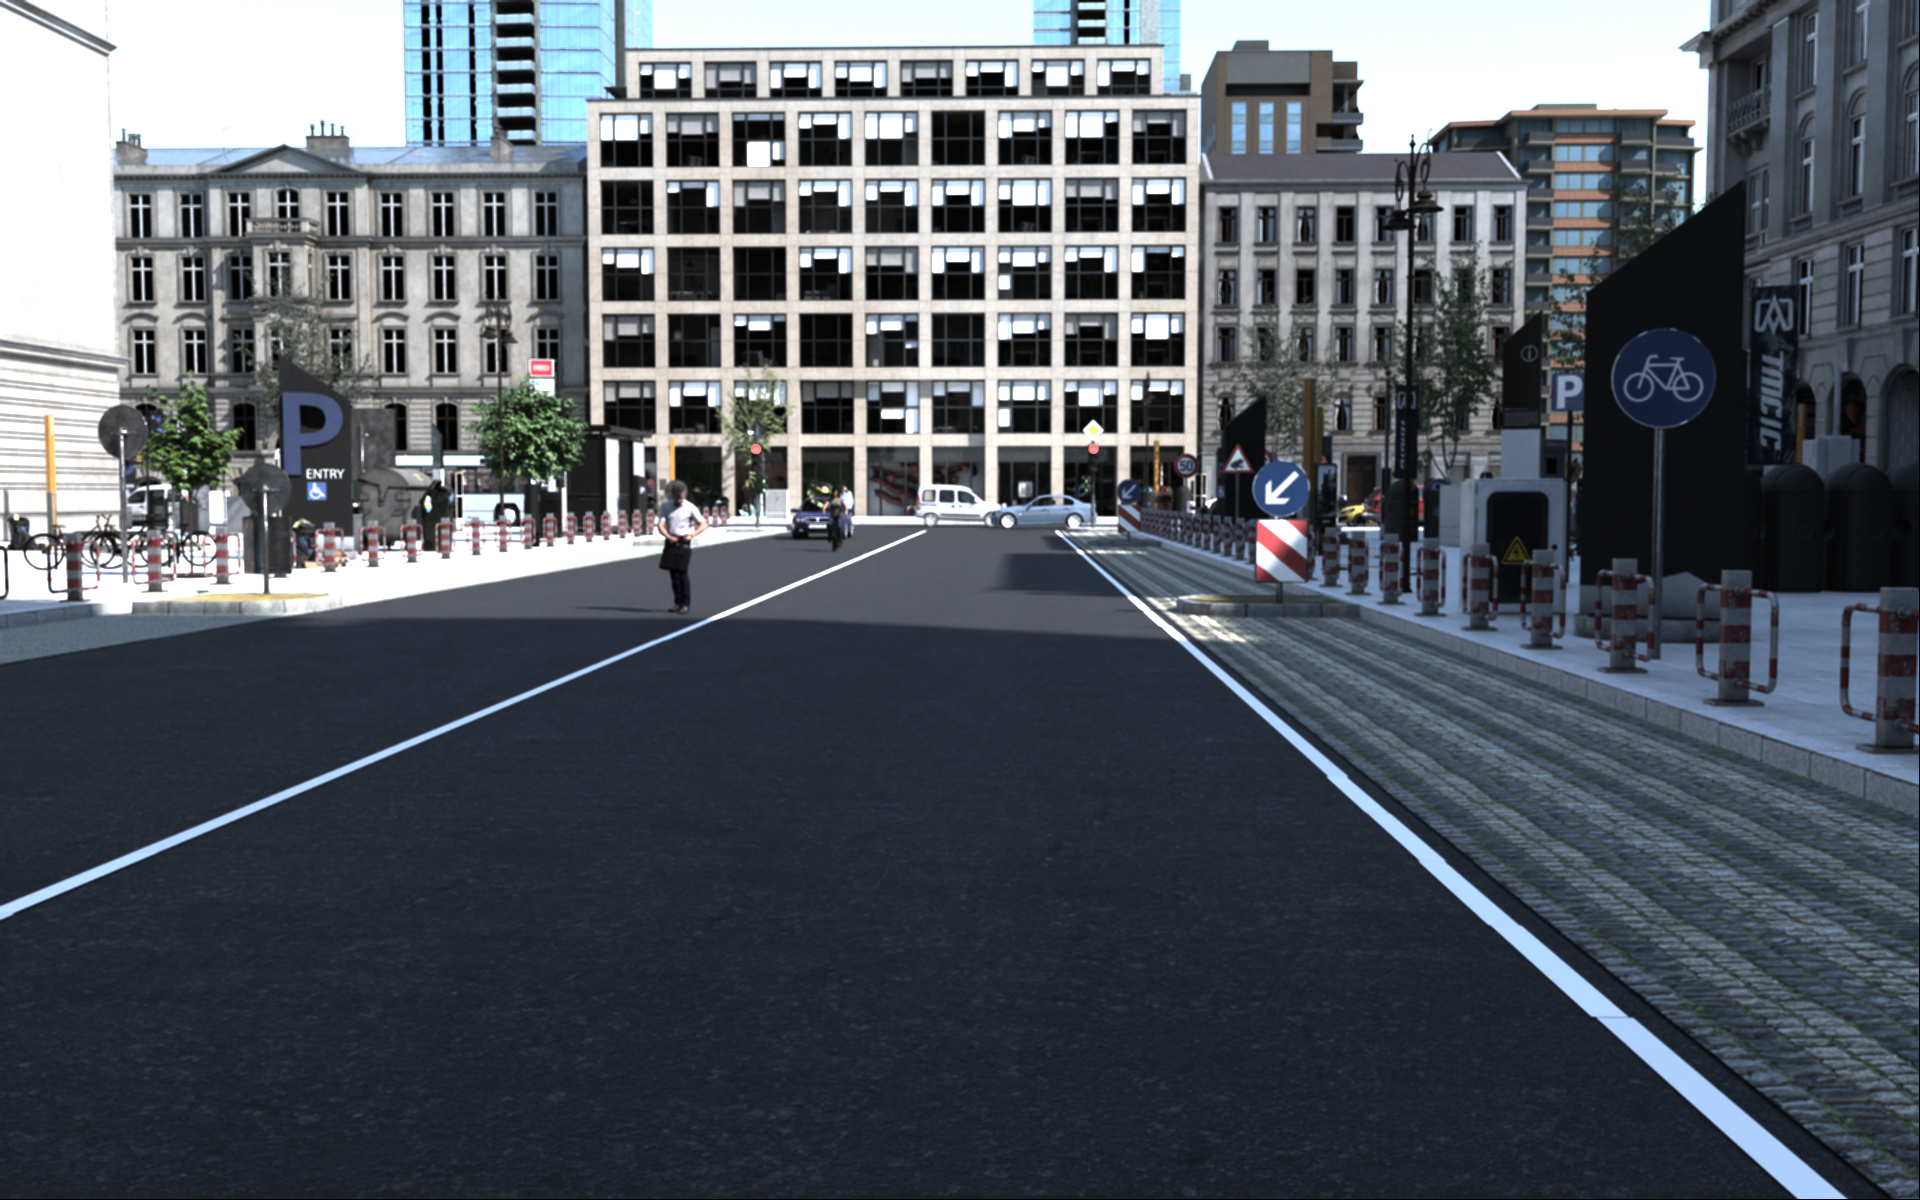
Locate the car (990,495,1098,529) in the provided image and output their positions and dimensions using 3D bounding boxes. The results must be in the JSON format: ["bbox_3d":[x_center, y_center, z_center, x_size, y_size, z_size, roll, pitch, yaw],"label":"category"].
[{"bbox_3d":[3.502,-3.694,72.397,4.499,1.417,2.014,0,4,2],"label":"car"}]

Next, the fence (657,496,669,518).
[{"bbox_3d":[-15.777,-5.046,93.708,0.480,1.192,2.264,1,4,11],"label":"fence"}]

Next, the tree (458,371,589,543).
[{"bbox_3d":[-11.619,-3.830,46.327,4.285,4.588,4.351,0,3,0],"label":"tree"}]

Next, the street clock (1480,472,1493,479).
[{"bbox_3d":[17.373,-3.220,57.221,0.358,2.002,0.471,-1,4,-11],"label":"street clock"}]

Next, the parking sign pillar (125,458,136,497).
[{"bbox_3d":[-41.123,-5.912,85.138,1.447,3.967,1.447,1,4,14],"label":"parking sign pillar"}]

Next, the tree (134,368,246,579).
[{"bbox_3d":[-11.758,-1.960,26.655,1.663,3.219,1.824,0,3,0],"label":"tree"}]

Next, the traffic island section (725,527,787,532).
[{"bbox_3d":[-7.730,-2.675,66.023,2.009,0.180,2.903,0,4,2],"label":"traffic island section"}]

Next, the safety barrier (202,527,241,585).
[{"bbox_3d":[-10.410,-0.622,24.438,0.300,0.817,1.120,0,4,2],"label":"safety barrier"}]

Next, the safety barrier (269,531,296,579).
[{"bbox_3d":[-10.350,-0.739,26.353,0.300,0.817,1.120,0,4,2],"label":"safety barrier"}]

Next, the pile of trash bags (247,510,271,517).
[{"bbox_3d":[-18.858,-2.351,48.193,1.912,1.369,3.447,-2,4,-26],"label":"pile of trash bags"}]

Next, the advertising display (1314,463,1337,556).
[{"bbox_3d":[7.605,-1.893,36.159,0.123,1.923,0.974,3,4,37],"label":"advertising display"}]

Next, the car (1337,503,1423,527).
[{"bbox_3d":[18.255,-3.935,74.559,3.980,1.641,2.015,0,3,0],"label":"car"}]

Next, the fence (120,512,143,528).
[{"bbox_3d":[-27.720,-2.516,56.516,2.069,0.683,0.278,-1,4,-10],"label":"fence"}]

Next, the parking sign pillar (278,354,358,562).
[{"bbox_3d":[-12.410,-2.747,33.387,1.447,3.967,1.447,-1,4,-18],"label":"parking sign pillar"}]

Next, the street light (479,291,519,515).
[{"bbox_3d":[-10.520,-4.090,39.663,0.468,5.910,1.993,0,4,2],"label":"street light"}]

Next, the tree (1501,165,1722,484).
[{"bbox_3d":[15.282,-5.444,39.377,4.737,8.622,4.395,0,3,0],"label":"tree"}]

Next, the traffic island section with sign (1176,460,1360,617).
[{"bbox_3d":[3.656,-0.753,20.937,1.989,1.847,2.006,0,4,2],"label":"traffic island section with sign"}]

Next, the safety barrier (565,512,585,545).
[{"bbox_3d":[-9.810,-1.796,43.641,0.300,0.817,1.120,0,4,2],"label":"safety barrier"}]

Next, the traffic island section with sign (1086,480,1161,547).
[{"bbox_3d":[4.515,-2.401,47.879,1.989,1.847,2.006,0,4,2],"label":"traffic island section with sign"}]

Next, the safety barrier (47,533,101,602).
[{"bbox_3d":[-10.533,-0.387,20.597,0.300,0.817,1.120,0,4,2],"label":"safety barrier"}]

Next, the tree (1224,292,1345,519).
[{"bbox_3d":[11.956,-6.940,63.835,4.360,8.622,3.978,0,3,0],"label":"tree"}]

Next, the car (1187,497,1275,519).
[{"bbox_3d":[12.636,-4.060,78.744,4.827,1.381,2.083,0,4,0],"label":"car"}]

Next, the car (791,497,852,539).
[{"bbox_3d":[-4.430,-2.652,55.933,1.945,1.354,3.894,0,4,0],"label":"car"}]

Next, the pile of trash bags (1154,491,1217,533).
[{"bbox_3d":[8.090,-2.891,57.024,3.447,1.369,1.912,0,4,-8],"label":"pile of trash bags"}]

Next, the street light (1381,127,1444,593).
[{"bbox_3d":[5.801,-3.033,22.373,0.468,5.910,1.993,0,4,2],"label":"street light"}]

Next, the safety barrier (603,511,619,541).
[{"bbox_3d":[-9.692,-2.031,47.479,0.300,0.817,1.120,0,4,2],"label":"safety barrier"}]

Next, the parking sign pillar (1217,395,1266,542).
[{"bbox_3d":[7.622,-3.578,46.968,1.447,3.967,1.447,-2,4,-26],"label":"parking sign pillar"}]

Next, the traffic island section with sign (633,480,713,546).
[{"bbox_3d":[-7.963,-2.430,48.366,1.989,1.847,2.006,0,4,2],"label":"traffic island section with sign"}]

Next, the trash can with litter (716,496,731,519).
[{"bbox_3d":[-11.960,-4.668,87.710,0.624,1.170,1.055,0,4,6],"label":"trash can with litter"}]

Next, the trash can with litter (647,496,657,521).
[{"bbox_3d":[-14.933,-4.397,83.276,0.624,1.170,1.055,0,4,-1],"label":"trash can with litter"}]

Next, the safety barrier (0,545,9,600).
[{"bbox_3d":[-10.590,-0.269,18.667,0.300,0.817,1.120,0,4,2],"label":"safety barrier"}]

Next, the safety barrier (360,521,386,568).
[{"bbox_3d":[-10.231,-0.974,30.194,0.300,0.817,1.120,0,4,2],"label":"safety barrier"}]

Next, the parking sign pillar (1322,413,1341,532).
[{"bbox_3d":[12.167,-4.281,58.469,1.447,3.967,1.447,0,4,-1],"label":"parking sign pillar"}]

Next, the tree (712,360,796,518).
[{"bbox_3d":[-11.078,-8.807,94.364,4.737,8.622,4.395,0,3,0],"label":"tree"}]

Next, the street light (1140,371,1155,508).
[{"bbox_3d":[7.035,-5.645,65.080,0.468,5.910,1.993,0,4,2],"label":"street light"}]

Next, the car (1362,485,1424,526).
[{"bbox_3d":[19.286,-3.836,71.395,5.304,1.827,2.281,0,4,1],"label":"car"}]

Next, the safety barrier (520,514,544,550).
[{"bbox_3d":[-9.929,-1.561,39.799,0.300,0.817,1.120,0,4,2],"label":"safety barrier"}]

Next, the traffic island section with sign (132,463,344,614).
[{"bbox_3d":[-8.800,-0.783,21.424,1.989,1.847,2.006,0,4,2],"label":"traffic island section with sign"}]

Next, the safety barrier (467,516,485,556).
[{"bbox_3d":[-10.049,-1.326,35.959,0.300,0.817,1.120,0,4,2],"label":"safety barrier"}]

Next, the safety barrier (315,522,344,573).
[{"bbox_3d":[-10.291,-0.856,28.278,0.300,0.817,1.120,0,4,2],"label":"safety barrier"}]

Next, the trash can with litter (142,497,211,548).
[{"bbox_3d":[-19.124,-1.899,42.104,1.678,1.210,2.233,1,4,22],"label":"trash can with litter"}]

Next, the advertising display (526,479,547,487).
[{"bbox_3d":[-16.116,-3.729,66.178,0.974,1.923,0.123,-3,5,-44],"label":"advertising display"}]

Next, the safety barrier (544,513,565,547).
[{"bbox_3d":[-9.873,-1.679,41.719,0.300,0.817,1.120,0,4,2],"label":"safety barrier"}]

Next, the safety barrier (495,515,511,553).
[{"bbox_3d":[-9.991,-1.443,37.875,0.300,0.817,1.120,0,4,2],"label":"safety barrier"}]

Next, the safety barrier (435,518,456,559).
[{"bbox_3d":[-10.110,-1.209,34.043,0.300,0.817,1.120,0,4,2],"label":"safety barrier"}]

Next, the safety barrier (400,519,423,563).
[{"bbox_3d":[-10.167,-1.092,32.124,0.300,0.817,1.120,0,4,2],"label":"safety barrier"}]

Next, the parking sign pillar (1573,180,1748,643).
[{"bbox_3d":[6.284,-1.651,15.465,1.447,3.967,1.447,2,4,35],"label":"parking sign pillar"}]

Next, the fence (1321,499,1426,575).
[{"bbox_3d":[6.856,-1.049,28.357,0.480,1.192,2.264,-2,4,-29],"label":"fence"}]

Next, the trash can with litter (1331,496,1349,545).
[{"bbox_3d":[9.429,-1.999,44.077,1.055,1.170,0.624,-1,4,-11],"label":"trash can with litter"}]

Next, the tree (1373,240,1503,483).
[{"bbox_3d":[14.340,-6.154,50.981,4.737,8.622,4.395,0,3,0],"label":"tree"}]

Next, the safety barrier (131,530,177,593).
[{"bbox_3d":[-10.470,-0.504,22.513,0.300,0.817,1.120,0,4,2],"label":"safety barrier"}]

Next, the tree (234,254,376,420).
[{"bbox_3d":[-20.078,-6.285,53.120,4.360,8.622,3.978,0,3,0],"label":"tree"}]

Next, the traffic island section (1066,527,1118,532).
[{"bbox_3d":[5.055,-2.651,65.620,2.009,0.180,2.903,0,4,2],"label":"traffic island section"}]

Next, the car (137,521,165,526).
[{"bbox_3d":[-35.182,-4.051,76.023,4.222,1.686,2.009,0,4,1],"label":"car"}]

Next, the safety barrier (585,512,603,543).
[{"bbox_3d":[-9.754,-1.913,45.559,0.300,0.817,1.120,0,4,2],"label":"safety barrier"}]

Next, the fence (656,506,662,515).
[{"bbox_3d":[-15.057,-4.487,88.737,2.069,0.683,0.278,-2,4,-30],"label":"fence"}]
